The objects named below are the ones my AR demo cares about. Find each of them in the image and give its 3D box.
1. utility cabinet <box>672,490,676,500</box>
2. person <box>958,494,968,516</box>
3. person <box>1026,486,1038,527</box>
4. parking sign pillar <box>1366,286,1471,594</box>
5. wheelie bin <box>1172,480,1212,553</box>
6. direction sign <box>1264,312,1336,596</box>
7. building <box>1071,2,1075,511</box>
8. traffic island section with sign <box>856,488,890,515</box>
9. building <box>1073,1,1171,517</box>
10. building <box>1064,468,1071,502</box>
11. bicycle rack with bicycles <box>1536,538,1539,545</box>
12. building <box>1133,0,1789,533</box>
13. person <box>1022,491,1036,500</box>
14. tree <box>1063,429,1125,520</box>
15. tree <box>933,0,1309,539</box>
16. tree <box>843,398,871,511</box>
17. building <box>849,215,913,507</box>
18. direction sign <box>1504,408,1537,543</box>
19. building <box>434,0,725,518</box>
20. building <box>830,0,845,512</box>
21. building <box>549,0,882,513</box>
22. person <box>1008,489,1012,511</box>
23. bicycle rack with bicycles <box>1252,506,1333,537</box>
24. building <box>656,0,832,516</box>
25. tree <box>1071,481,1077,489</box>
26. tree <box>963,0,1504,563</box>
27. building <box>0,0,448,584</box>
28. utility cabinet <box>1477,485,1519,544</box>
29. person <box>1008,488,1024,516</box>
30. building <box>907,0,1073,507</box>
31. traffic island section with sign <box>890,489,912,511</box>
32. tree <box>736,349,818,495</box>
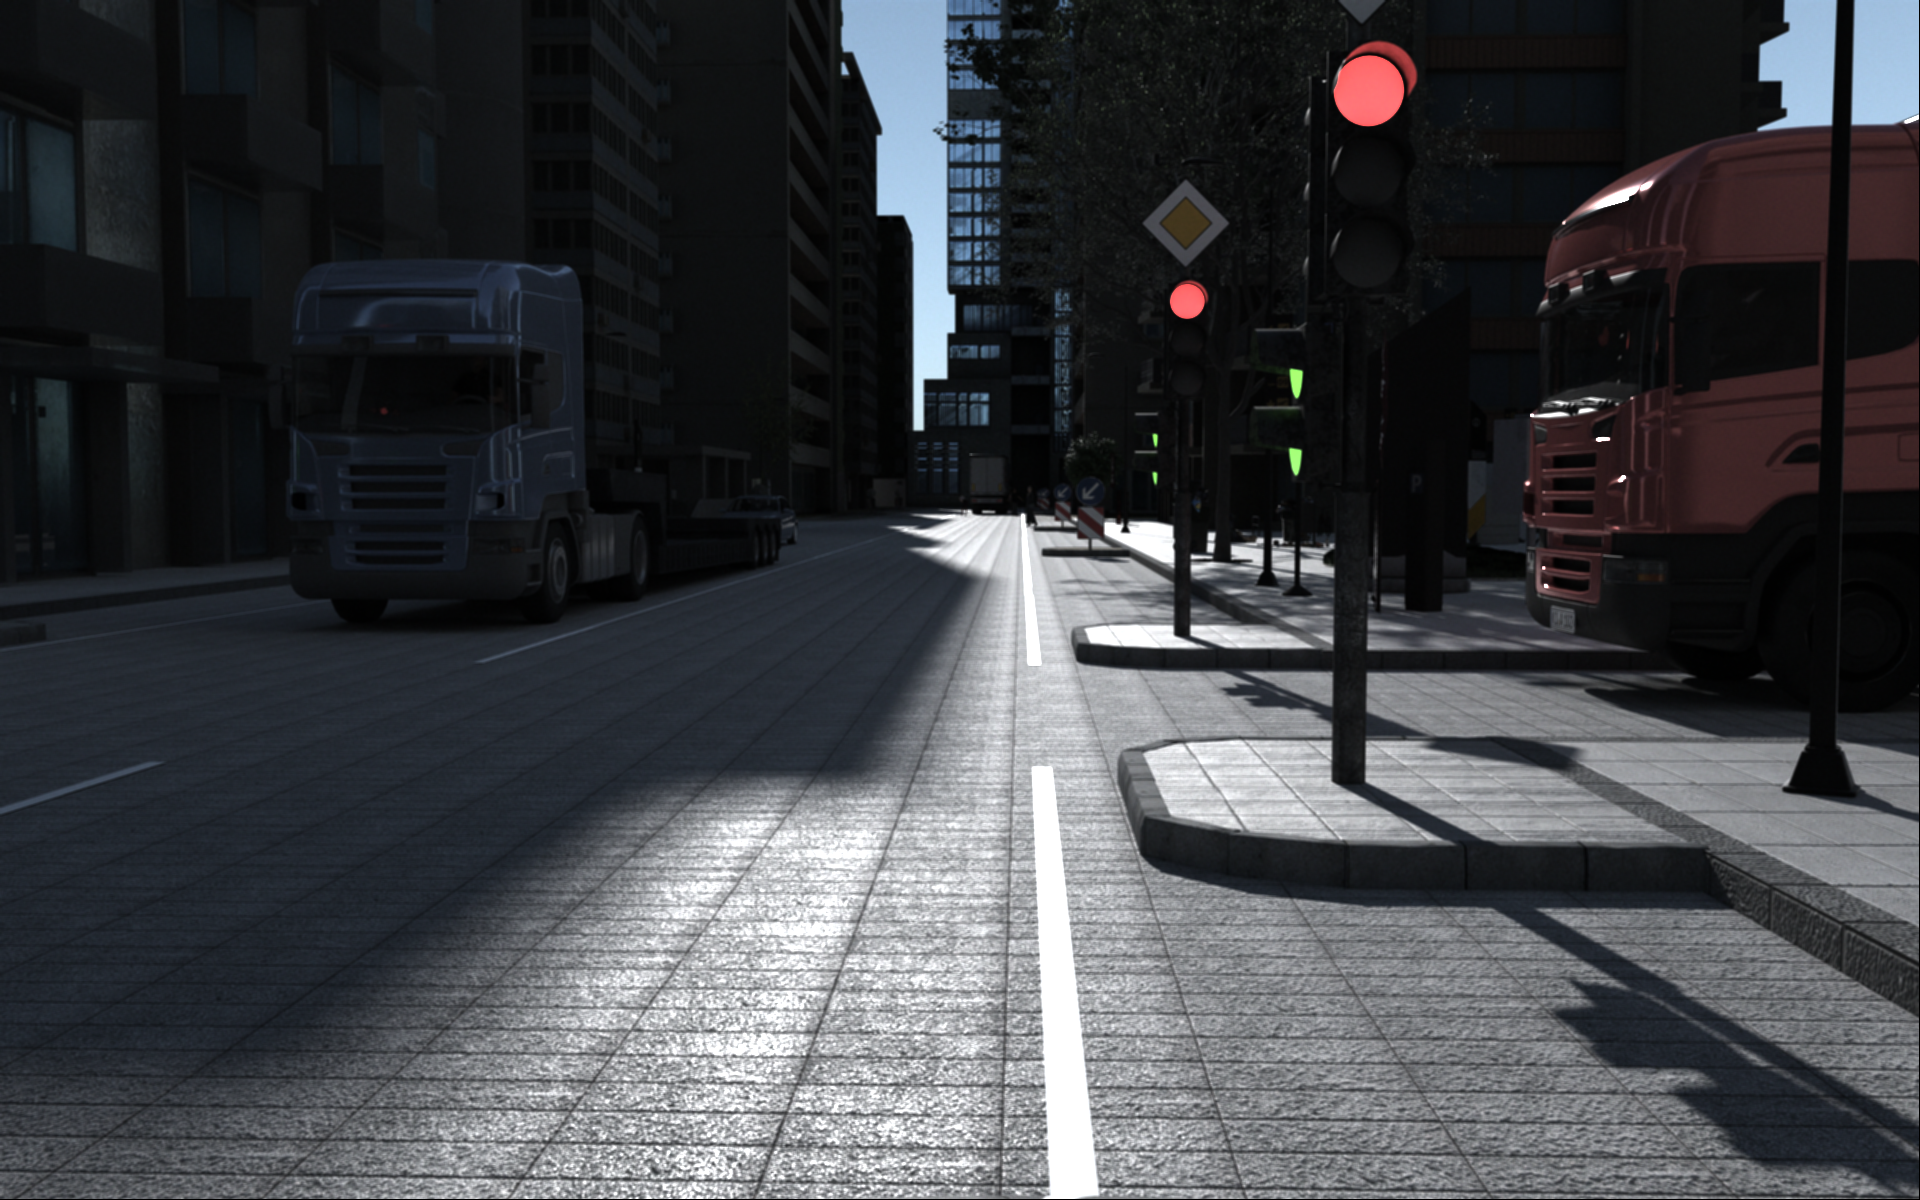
[{"bbox_3d":[-13.893,-4.594,83.791,0.318,1.500,1.173,0,4,-6],"label":"utility cabinet"},{"bbox_3d":[0.181,-6.283,114.423,0.799,1.438,0.628,1,4,17],"label":"person"},{"bbox_3d":[3.089,-4.080,75.629,0.534,1.772,0.576,-3,5,-41],"label":"person"},{"bbox_3d":[6.022,-2.102,22.838,1.447,3.967,1.447,1,4,14],"label":"parking sign pillar"},{"bbox_3d":[5.125,-1.858,38.293,0.693,1.594,0.980,-2,4,-29],"label":"wheelie bin"},{"bbox_3d":[4.263,-1.823,21.800,0.876,3.537,0.379,1,4,19],"label":"direction sign"},{"bbox_3d":[19.000,-36.009,130.749,21.231,58.520,28.212,0,4,2],"label":"building"},{"bbox_3d":[-6.049,-6.720,118.499,1.989,1.847,2.006,0,4,2],"label":"traffic island section with sign"},{"bbox_3d":[17.991,-29.498,105.993,21.300,48.544,21.600,0,4,2],"label":"building"},{"bbox_3d":[19.950,-43.820,154.710,20.563,71.187,20.611,0,4,2],"label":"building"},{"bbox_3d":[11.497,-0.952,28.955,2.852,0.926,2.925,-2,4,-31],"label":"bicycle rack with bicycles"},{"bbox_3d":[18.642,-25.335,68.854,22.147,44.769,28.867,0,4,2],"label":"building"},{"bbox_3d":[5.943,-8.614,149.426,1.348,1.812,0.705,2,4,26],"label":"person"},{"bbox_3d":[6.749,-6.345,87.447,4.285,4.588,4.351,0,3,0],"label":"tree"},{"bbox_3d":[5.477,-11.759,48.154,12.611,20.169,13.585,0,3,0],"label":"tree"},{"bbox_3d":[-8.951,-11.126,132.273,4.360,8.622,3.978,0,3,0],"label":"tree"},{"bbox_3d":[-12.170,-25.075,181.671,14.107,30.474,14.160,0,4,2],"label":"building"},{"bbox_3d":[14.750,-3.283,45.676,0.876,3.537,0.379,0,4,-4],"label":"direction sign"},{"bbox_3d":[-25.031,-22.902,66.329,32.217,40.220,23.993,0,4,2],"label":"building"},{"bbox_3d":[-15.786,-26.714,120.371,14.154,41.232,14.086,0,4,2],"label":"building"},{"bbox_3d":[-19.332,-28.142,152.002,23.993,40.220,32.217,0,4,2],"label":"building"},{"bbox_3d":[4.326,-8.526,147.899,0.705,1.824,1.348,-1,4,-16],"label":"person"},{"bbox_3d":[10.102,-2.435,53.201,2.852,0.926,2.925,0,4,5],"label":"bicycle rack with bicycles"},{"bbox_3d":[-19.386,-29.253,101.981,21.300,48.544,21.600,0,4,2],"label":"building"},{"bbox_3d":[6.705,-6.042,93.396,1.663,3.219,1.824,0,3,0],"label":"tree"},{"bbox_3d":[5.081,-7.468,32.465,12.009,13.543,11.850,0,3,0],"label":"tree"},{"bbox_3d":[-23.360,-25.151,30.820,23.786,49.044,30.456,0,4,2],"label":"building"},{"bbox_3d":[13.579,-2.155,43.908,1.173,1.500,0.318,-1,4,-16],"label":"utility cabinet"},{"bbox_3d":[3.631,-6.483,114.504,1.348,1.822,0.705,-3,4,-39],"label":"person"},{"bbox_3d":[10.541,-53.293,184.019,31.000,86.520,22.319,0,4,2],"label":"building"},{"bbox_3d":[-5.089,-8.368,145.437,1.989,1.847,2.006,0,4,2],"label":"traffic island section with sign"},{"bbox_3d":[-9.657,-8.477,88.955,4.737,8.622,4.395,0,3,0],"label":"tree"}]
